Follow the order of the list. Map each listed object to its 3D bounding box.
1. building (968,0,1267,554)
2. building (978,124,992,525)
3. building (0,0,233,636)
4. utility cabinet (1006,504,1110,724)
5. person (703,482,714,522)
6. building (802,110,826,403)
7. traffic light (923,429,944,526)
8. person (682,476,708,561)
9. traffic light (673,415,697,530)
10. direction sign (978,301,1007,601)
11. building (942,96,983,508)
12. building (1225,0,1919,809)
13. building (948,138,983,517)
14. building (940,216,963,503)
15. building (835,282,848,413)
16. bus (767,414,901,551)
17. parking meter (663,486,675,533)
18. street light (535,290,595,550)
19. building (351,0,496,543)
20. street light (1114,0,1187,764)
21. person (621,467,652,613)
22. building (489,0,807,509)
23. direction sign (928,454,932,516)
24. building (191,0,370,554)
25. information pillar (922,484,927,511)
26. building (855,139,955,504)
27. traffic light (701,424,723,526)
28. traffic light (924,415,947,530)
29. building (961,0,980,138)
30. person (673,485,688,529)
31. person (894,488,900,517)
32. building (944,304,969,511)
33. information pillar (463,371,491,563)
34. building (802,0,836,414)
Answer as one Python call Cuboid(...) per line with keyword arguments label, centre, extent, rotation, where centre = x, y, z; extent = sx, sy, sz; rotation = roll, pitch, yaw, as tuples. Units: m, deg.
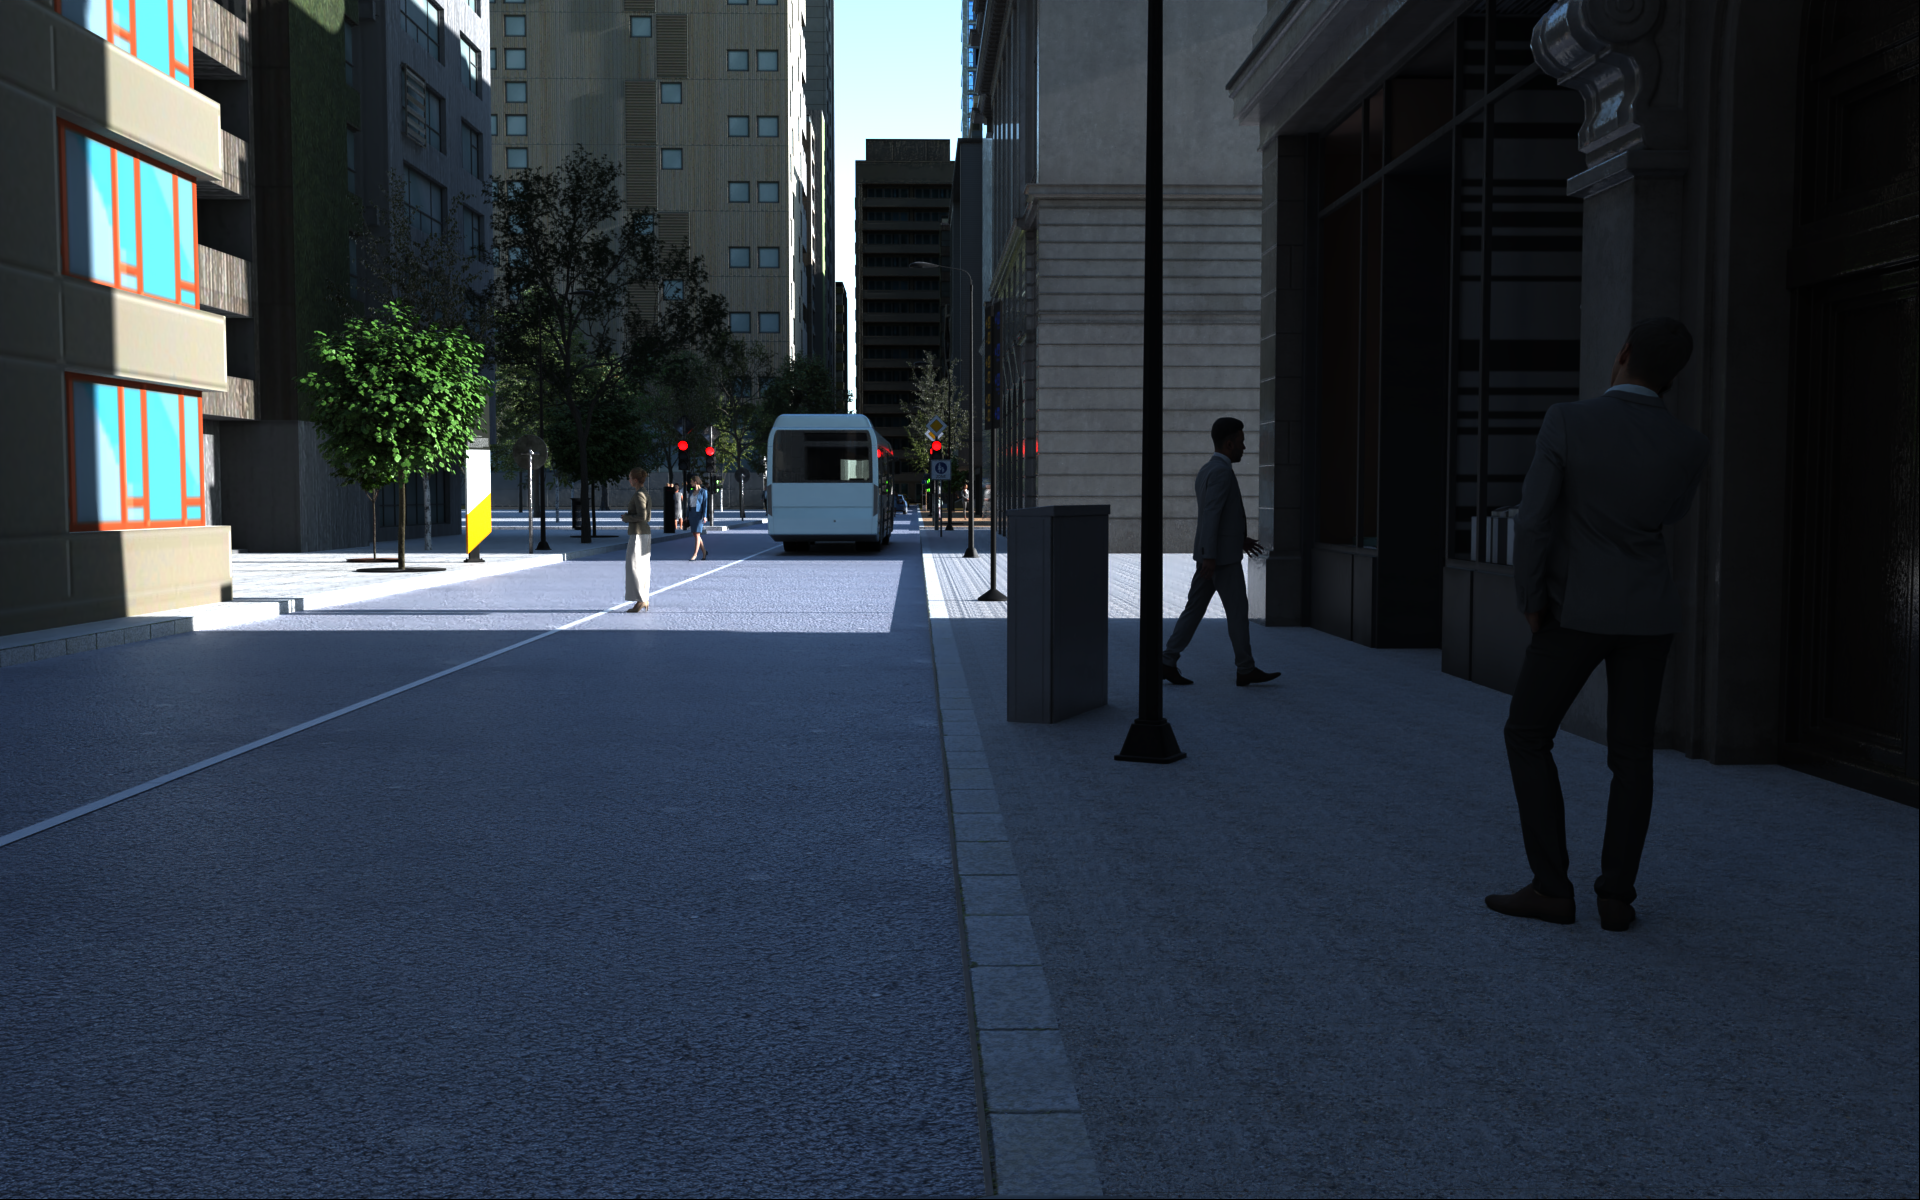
Cuboid(label="building", centre=(7.241, -12.630, 48.307), extent=(13.314, 21.916, 24.055), rotation=(0, 4, -1))
Cuboid(label="building", centre=(15.895, -18.176, 74.671), extent=(29.804, 29.767, 11.434), rotation=(0, 4, -1))
Cuboid(label="building", centre=(-22.231, -9.813, 5.484), extent=(27.650, 21.520, 28.899), rotation=(0, 4, -1))
Cuboid(label="utility cabinet", centre=(0.577, 0.062, 10.146), extent=(0.306, 1.237, 1.020), rotation=(1, 4, 23))
Cuboid(label="person", centre=(-11.879, -4.568, 80.687), extent=(0.822, 1.834, 0.622), rotation=(0, 4, -7))
Cuboid(label="building", centre=(-21.289, -30.297, 178.954), extent=(14.154, 41.232, 14.086), rotation=(0, 4, -1))
Cuboid(label="traffic light", centre=(-1.054, -4.919, 69.347), extent=(0.839, 4.253, 0.868), rotation=(0, 4, -1))
Cuboid(label="person", centre=(-5.607, -1.752, 37.172), extent=(0.581, 1.822, 0.654), rotation=(3, 5, 44))
Cuboid(label="traffic light", centre=(-9.708, -4.416, 61.123), extent=(0.839, 4.253, 0.868), rotation=(0, 4, -1))
Cuboid(label="direction sign", centre=(0.402, -1.761, 20.785), extent=(0.379, 3.537, 0.876), rotation=(-1, 4, -11))
Cuboid(label="building", centre=(13.251, -28.775, 162.354), extent=(32.217, 40.220, 23.993), rotation=(0, 4, -1))
Cuboid(label="building", centre=(7.390, -10.084, 15.789), extent=(10.553, 20.767, 40.483), rotation=(0, 4, -1))
Cuboid(label="building", centre=(6.668, -17.598, 106.798), extent=(14.314, 24.678, 30.058), rotation=(0, 4, -1))
Cuboid(label="building", centre=(4.876, -25.068, 181.567), extent=(14.160, 30.474, 14.107), rotation=(0, 4, -1))
Cuboid(label="building", centre=(-22.376, -28.365, 235.462), extent=(14.107, 30.474, 14.160), rotation=(0, 4, -1))
Cuboid(label="bus", centre=(-3.211, -3.152, 46.400), extent=(2.948, 3.499, 13.247), rotation=(0, 4, 0))
Cuboid(label="parking meter", centre=(-9.547, -2.963, 56.852), extent=(0.372, 1.533, 0.369), rotation=(0, 3, 0))
Cuboid(label="street light", centre=(-9.024, -4.101, 39.588), extent=(1.470, 5.913, 1.316), rotation=(0, 4, -1))
Cuboid(label="building", centre=(-21.688, -22.430, 50.326), extent=(14.086, 41.232, 14.154), rotation=(0, 4, -1))
Cuboid(label="street light", centre=(0.383, -2.182, 8.216), extent=(1.470, 5.913, 1.316), rotation=(0, 4, -1))
Cuboid(label="person", centre=(-3.955, -0.740, 21.141), extent=(0.362, 1.759, 0.519), rotation=(0, 4, 1))
Cuboid(label="building", centre=(-28.010, -34.736, 157.173), extent=(28.713, 52.752, 27.495), rotation=(0, 4, -1))
Cuboid(label="direction sign", centre=(-1.685, -6.557, 99.210), extent=(0.379, 3.537, 0.876), rotation=(1, 4, 9))
Cuboid(label="building", centre=(-21.378, -16.085, 34.690), extent=(14.160, 30.474, 14.107), rotation=(0, 4, -1))
Cuboid(label="information pillar", centre=(-2.625, -7.526, 127.549), extent=(0.304, 2.012, 0.304), rotation=(0, 4, 3))
Cuboid(label="building", centre=(-3.520, -37.653, 239.331), extent=(21.600, 48.544, 21.300), rotation=(0, 4, -1))
Cuboid(label="traffic light", centre=(-9.912, -4.904, 69.105), extent=(0.839, 4.253, 0.868), rotation=(0, 4, -1))
Cuboid(label="traffic light", centre=(-0.850, -4.431, 61.365), extent=(0.839, 4.253, 0.868), rotation=(0, 4, -1))
Cuboid(label="building", centre=(9.131, -54.423, 202.484), extent=(22.319, 86.520, 31.000), rotation=(0, 4, -1))
Cuboid(label="person", centre=(-10.687, -3.494, 65.979), extent=(0.716, 1.782, 0.532), rotation=(0, 4, -1))
Cuboid(label="person", centre=(-4.058, -6.081, 108.014), extent=(0.616, 1.811, 0.778), rotation=(0, 4, 2))
Cuboid(label="building", centre=(7.114, -16.461, 136.585), extent=(16.820, 18.784, 16.811), rotation=(0, 4, -1))
Cuboid(label="information pillar", centre=(-9.055, -2.514, 32.454), extent=(0.504, 3.616, 0.183), rotation=(-3, 5, -40))
Cuboid(label="building", centre=(-25.622, -47.031, 207.209), extent=(20.611, 71.187, 20.563), rotation=(0, 4, -1))
